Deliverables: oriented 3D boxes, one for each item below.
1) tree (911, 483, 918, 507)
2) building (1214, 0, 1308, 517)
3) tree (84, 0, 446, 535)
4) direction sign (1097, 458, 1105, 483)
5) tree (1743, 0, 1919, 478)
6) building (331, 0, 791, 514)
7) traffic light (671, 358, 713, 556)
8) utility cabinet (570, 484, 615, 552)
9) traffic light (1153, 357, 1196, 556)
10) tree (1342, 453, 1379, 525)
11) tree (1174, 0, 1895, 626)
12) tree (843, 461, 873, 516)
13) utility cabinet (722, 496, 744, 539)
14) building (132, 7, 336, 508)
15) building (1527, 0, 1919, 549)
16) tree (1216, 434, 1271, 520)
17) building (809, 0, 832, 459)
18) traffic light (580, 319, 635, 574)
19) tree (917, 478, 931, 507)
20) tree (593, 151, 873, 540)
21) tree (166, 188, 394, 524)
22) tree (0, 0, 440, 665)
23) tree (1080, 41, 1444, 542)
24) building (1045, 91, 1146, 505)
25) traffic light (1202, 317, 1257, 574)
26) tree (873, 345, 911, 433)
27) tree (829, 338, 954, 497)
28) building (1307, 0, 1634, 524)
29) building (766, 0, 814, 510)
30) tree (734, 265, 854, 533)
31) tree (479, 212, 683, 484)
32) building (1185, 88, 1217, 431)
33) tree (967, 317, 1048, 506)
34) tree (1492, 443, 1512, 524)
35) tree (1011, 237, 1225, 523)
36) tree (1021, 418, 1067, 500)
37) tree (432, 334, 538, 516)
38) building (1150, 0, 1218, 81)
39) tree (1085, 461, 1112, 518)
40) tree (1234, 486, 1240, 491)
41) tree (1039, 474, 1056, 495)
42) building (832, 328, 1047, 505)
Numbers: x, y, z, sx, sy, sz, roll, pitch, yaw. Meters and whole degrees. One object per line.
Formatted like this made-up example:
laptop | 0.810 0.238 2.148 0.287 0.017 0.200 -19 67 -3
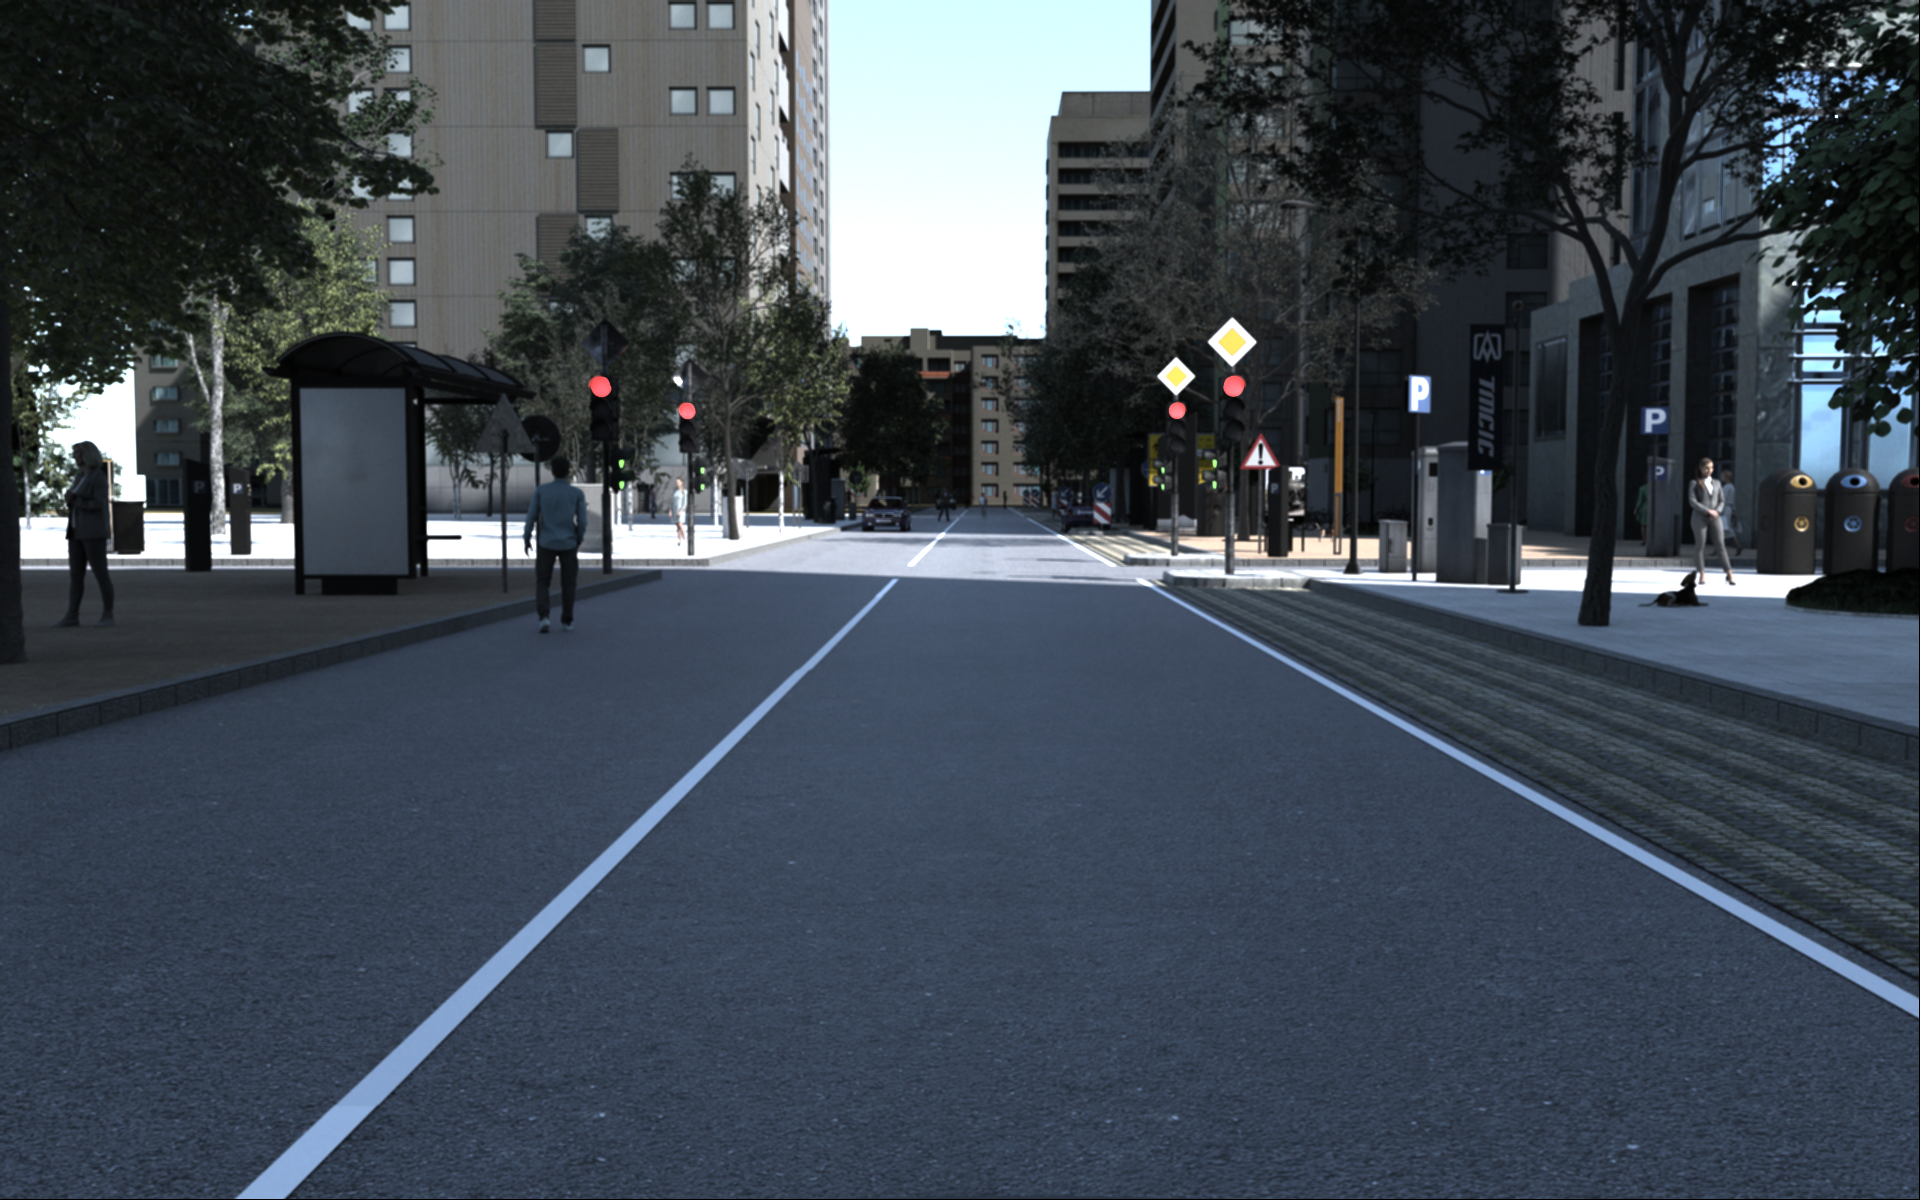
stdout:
tree | -4.328 -13.283 167.541 4.737 8.622 4.395 0 3 0
building | 22.074 -25.656 103.070 14.154 41.232 14.086 0 4 1
tree | -22.511 -12.177 54.989 12.611 20.169 13.585 0 3 0
direction sign | 6.848 -5.634 84.113 0.379 3.537 0.876 -1 4 -21
tree | 6.112 -1.572 9.422 4.285 4.588 4.351 0 3 0
building | -26.814 -32.715 124.134 28.713 52.752 27.495 0 4 1
traffic light | -5.551 -2.864 35.740 0.839 4.253 0.868 0 4 1
utility cabinet | -8.197 -1.794 38.017 1.173 1.500 0.318 1 4 12
traffic light | 4.409 -2.856 35.621 0.839 4.253 0.868 0 4 1
tree | 16.206 -4.681 71.129 1.663 3.219 1.824 0 3 0
tree | 6.235 -5.007 16.274 8.767 10.594 7.601 -1 4 -10
tree | -5.837 -6.553 101.749 1.663 3.219 1.824 0 3 0
utility cabinet | -6.552 -2.369 49.887 0.306 1.237 1.020 -2 4 -28
building | -65.146 -33.304 168.214 21.600 48.544 21.300 0 4 1
building | 33.992 -45.002 48.447 31.000 86.520 22.319 0 4 1
tree | 13.887 -6.243 85.780 4.285 4.588 4.351 0 3 0
building | -23.432 -44.579 167.111 20.611 71.187 20.563 0 4 1
traffic light | -5.660 -2.375 27.755 0.839 4.253 0.868 0 4 1
tree | -4.337 -13.905 177.702 4.360 8.622 3.978 0 3 0
tree | -6.639 -6.945 47.964 7.601 10.594 8.767 0 4 -7
tree | -28.848 -10.243 74.133 9.857 13.997 8.962 0 3 0
tree | -7.509 -5.815 13.200 7.486 12.596 7.792 0 3 0
tree | 7.753 -8.335 46.645 12.009 13.543 11.850 0 3 0
building | 21.157 -35.982 212.004 21.600 48.544 21.300 0 4 1
traffic light | 4.301 -2.368 27.636 0.839 4.253 0.868 0 4 1
tree | -6.394 -8.740 77.311 8.767 10.594 7.601 0 4 -6
tree | -5.260 -12.874 127.493 9.611 12.733 9.660 0 3 0
building | 23.147 -18.937 81.327 14.160 30.474 14.107 0 4 1
building | -19.873 -30.273 145.078 14.600 45.320 14.200 0 4 1
tree | -5.590 -6.476 56.247 4.737 8.622 4.395 0 3 0
tree | -17.192 -10.612 80.156 9.857 13.997 8.962 0 3 0
building | 23.133 -21.631 125.366 14.160 30.474 14.107 0 4 1
tree | 7.635 -20.167 185.620 12.611 20.169 13.585 0 3 0
tree | 17.346 -3.805 56.805 1.663 3.219 1.824 0 3 0
tree | 6.974 -9.740 76.250 9.611 12.733 9.660 0 3 0
tree | 8.620 -12.850 144.503 7.601 10.594 8.767 1 4 16
tree | -26.576 -10.051 98.750 7.601 10.594 8.767 0 4 -7
building | 27.229 -31.736 142.581 21.300 48.544 21.600 0 4 1
tree | 7.717 -5.962 92.084 1.663 3.219 1.824 0 3 0
tree | 13.801 -5.883 90.792 1.663 3.219 1.824 0 3 0
tree | 8.500 -10.528 166.727 1.663 3.219 1.824 0 3 0
building | -4.051 -22.691 216.041 28.899 21.520 27.650 0 4 1
